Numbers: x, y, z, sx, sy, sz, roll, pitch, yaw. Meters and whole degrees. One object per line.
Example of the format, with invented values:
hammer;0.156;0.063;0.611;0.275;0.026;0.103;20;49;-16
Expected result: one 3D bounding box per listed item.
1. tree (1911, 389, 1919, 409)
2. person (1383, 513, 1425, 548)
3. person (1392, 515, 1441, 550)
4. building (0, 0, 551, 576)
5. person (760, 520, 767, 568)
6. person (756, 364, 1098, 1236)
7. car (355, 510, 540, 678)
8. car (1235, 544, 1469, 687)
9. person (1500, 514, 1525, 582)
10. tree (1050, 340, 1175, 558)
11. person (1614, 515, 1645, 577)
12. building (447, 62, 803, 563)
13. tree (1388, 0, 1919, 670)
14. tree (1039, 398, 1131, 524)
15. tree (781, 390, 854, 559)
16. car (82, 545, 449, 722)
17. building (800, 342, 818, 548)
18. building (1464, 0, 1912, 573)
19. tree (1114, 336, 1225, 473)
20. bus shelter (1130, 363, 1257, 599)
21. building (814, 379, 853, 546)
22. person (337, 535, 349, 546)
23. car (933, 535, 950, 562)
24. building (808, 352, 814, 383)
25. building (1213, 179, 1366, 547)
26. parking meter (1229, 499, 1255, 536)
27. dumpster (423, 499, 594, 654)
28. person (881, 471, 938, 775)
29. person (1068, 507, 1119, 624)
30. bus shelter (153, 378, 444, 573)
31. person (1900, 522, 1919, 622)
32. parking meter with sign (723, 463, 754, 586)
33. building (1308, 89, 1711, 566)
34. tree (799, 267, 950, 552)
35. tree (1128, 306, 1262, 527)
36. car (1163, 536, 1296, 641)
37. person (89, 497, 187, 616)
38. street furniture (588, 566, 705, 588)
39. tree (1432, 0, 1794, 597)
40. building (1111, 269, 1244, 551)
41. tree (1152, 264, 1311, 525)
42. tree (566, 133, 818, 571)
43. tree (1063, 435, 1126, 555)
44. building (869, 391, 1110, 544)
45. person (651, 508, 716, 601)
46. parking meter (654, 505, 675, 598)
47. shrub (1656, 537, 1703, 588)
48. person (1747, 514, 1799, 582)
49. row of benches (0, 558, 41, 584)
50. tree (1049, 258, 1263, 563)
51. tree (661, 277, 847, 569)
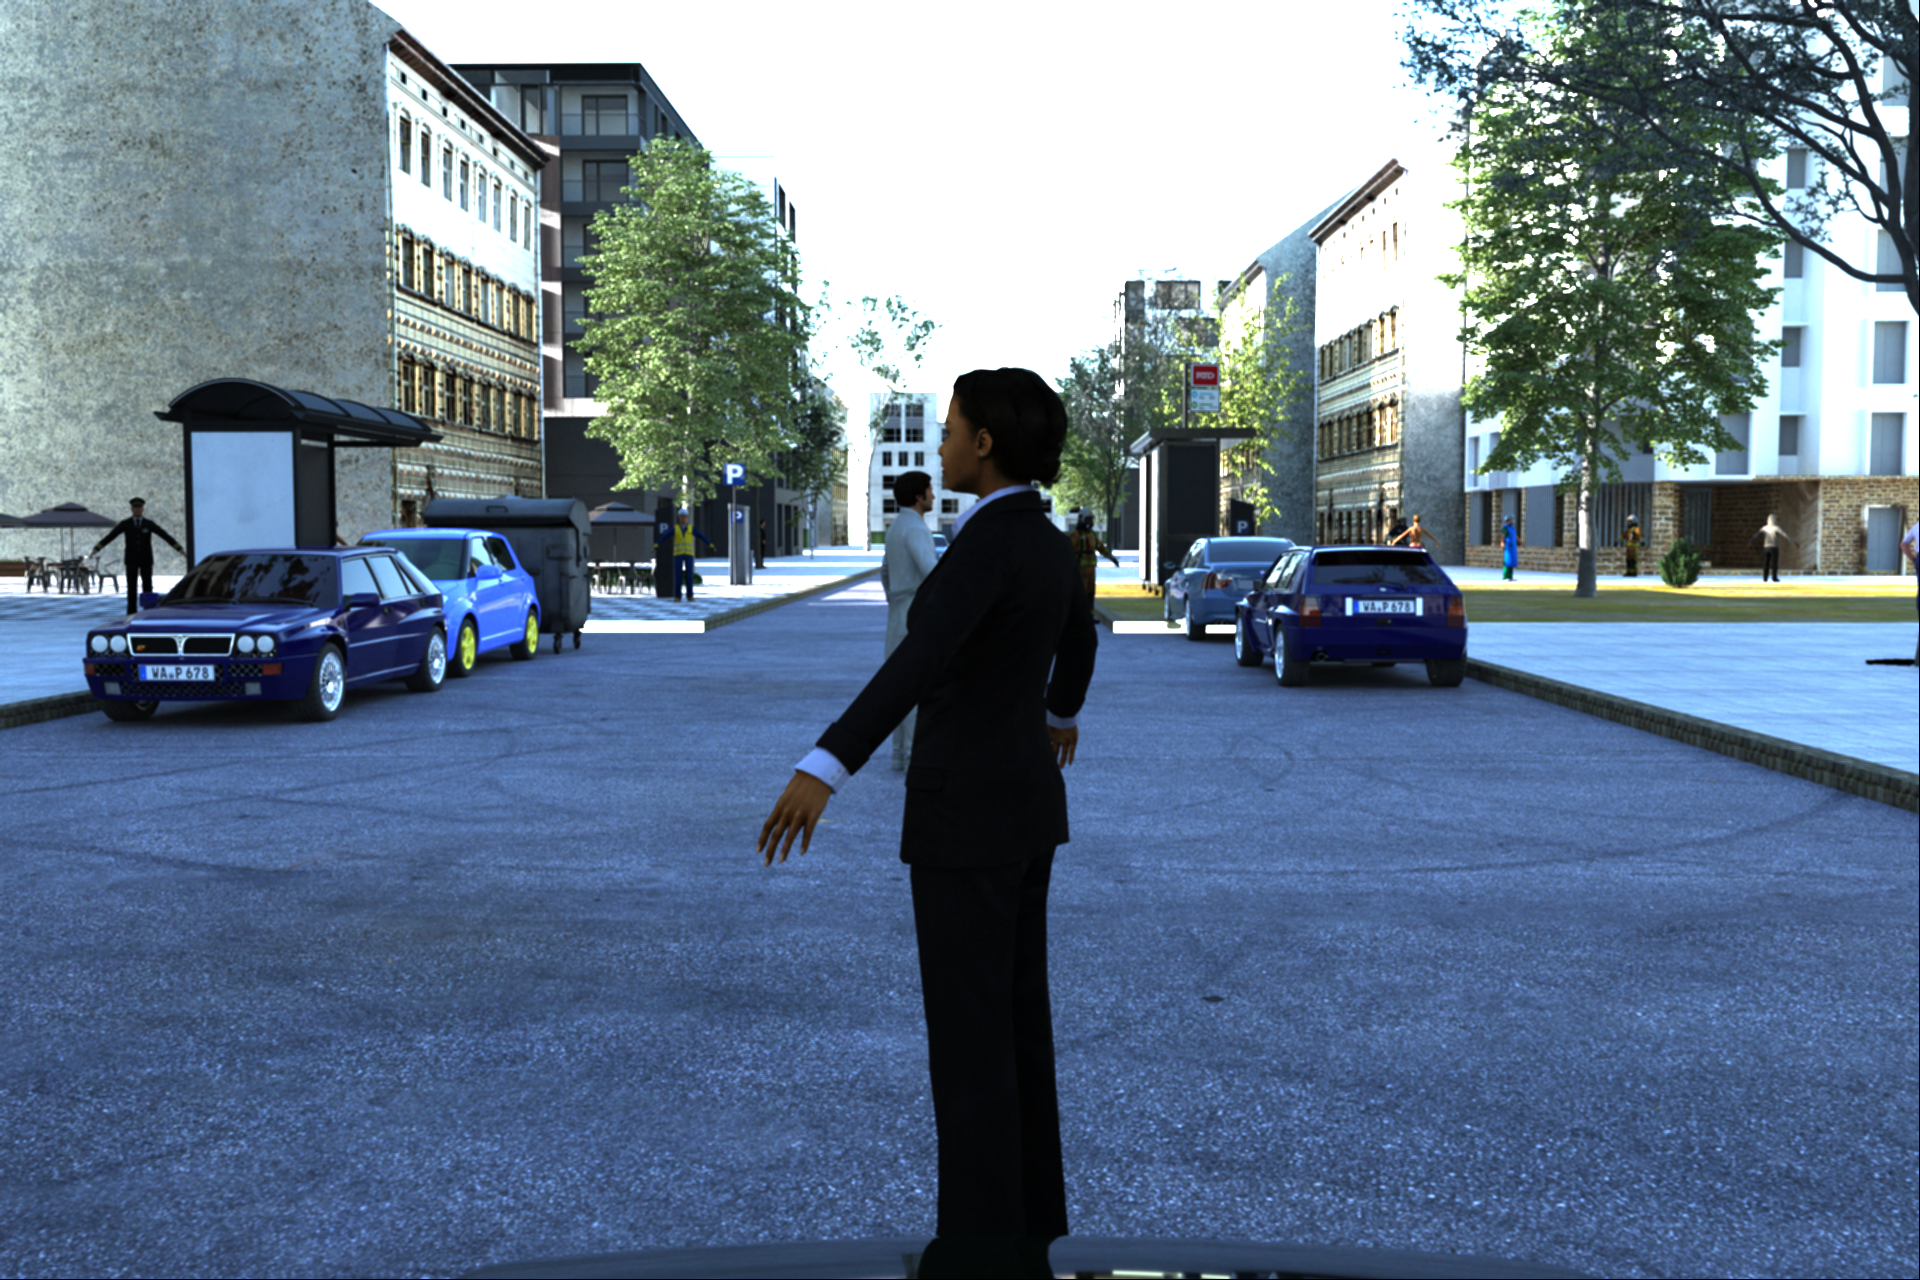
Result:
tree;28.288;-6.686;43.731;7.601;10.594;8.767;-1;4;-19
person;12.329;-2.599;48.279;1.354;1.856;0.705;-1;4;-21
person;10.953;-2.131;41.646;1.217;1.733;0.721;0;4;2
building;-26.195;-14.053;60.690;19.493;23.208;18.063;0;4;0
person;-7.376;-3.577;64.669;0.705;1.806;1.347;0;4;-6
person;-0.012;0.362;3.254;0.721;1.740;1.216;2;4;25
car;-5.714;-0.540;18.419;1.945;1.707;3.694;0;4;1
car;3.868;-0.308;17.617;1.945;1.354;3.894;0;4;0
person;14.751;-2.463;46.399;0.704;1.817;1.347;3;5;41
tree;8.049;-10.122;91.257;9.928;11.665;9.643;0;3;0
person;20.169;-2.830;52.044;0.705;1.858;1.354;-1;4;-16
building;-24.035;-15.163;91.887;27.936;21.610;32.646;0;4;1
tree;9.504;-6.494;16.541;12.009;13.543;11.850;0;3;0
tree;8.709;-12.862;128.423;7.486;12.596;7.792;0;3;0
tree;-7.567;-8.488;89.137;4.737;8.622;4.395;0;3;0
car;-5.633;-0.116;14.473;1.945;1.354;3.894;0;4;1
building;-22.372;-17.314;149.546;16.747;18.905;31.486;0;4;1
building;24.932;-12.838;66.327;16.016;20.090;11.380;0;4;1
tree;7.434;-6.982;64.522;4.360;8.622;3.978;0;3;0
bus shelter;4.951;-3.713;38.339;2.179;5.291;8.768;0;4;2
building;-22.490;-22.104;192.329;19.493;23.208;18.063;0;4;2
person;-10.628;-1.374;28.602;1.345;1.843;0.704;1;4;12
car;-1.225;-3.520;69.554;2.014;1.417;4.499;0;4;1
building;-20.452;-19.131;169.205;16.016;20.090;11.380;0;4;1
building;26.030;-16.679;103.635;19.493;23.208;18.063;0;4;1
parking meter;4.652;-1.398;28.570;0.399;1.863;0.255;0;4;2
dumpster;-5.502;-0.790;21.125;1.865;1.857;1.264;0;4;2
person;-0.248;-0.107;10.399;0.705;1.806;1.347;-1;4;-20
person;2.008;-1.181;27.528;1.354;1.858;0.705;-3;5;-43
bus shelter;-9.391;-1.917;25.273;2.014;3.302;5.546;0;4;1
person;12.816;-0.968;22.807;0.436;1.711;0.756;-1;4;-16
parking meter with sign;-5.522;-2.891;43.521;0.543;3.016;1.738;0;4;1
building;27.117;-15.121;78.160;19.493;23.208;18.063;0;4;1
tree;-7.384;-16.371;123.555;12.611;20.169;13.585;0;3;0
tree;7.146;-6.489;56.457;4.360;8.622;3.978;0;3;0
car;3.944;-0.769;24.580;2.014;1.417;4.499;0;4;1
person;-12.536;-1.254;26.441;1.347;1.837;0.705;-2;4;-25
street furniture;-11.027;-1.809;45.207;5.734;0.657;10.072;-2;4;-32
tree;13.143;-7.160;35.197;7.486;12.596;7.792;0;3;0
building;26.835;-18.711;149.903;27.936;21.610;32.646;0;4;1
tree;7.545;-5.877;46.456;4.737;8.622;4.395;0;3;0
tree;-7.689;-8.068;50.032;7.486;12.596;7.792;0;3;0
tree;8.694;-9.655;108.214;4.737;8.622;4.395;0;3;0
building;4.611;-21.558;221.388;31.486;18.905;16.747;0;4;0
person;-5.256;-1.621;32.965;1.216;1.772;0.721;-1;4;-11
parking meter;-5.952;-1.784;34.885;0.399;1.863;0.255;0;4;1
shrub;17.048;-1.829;41.026;1.383;1.207;1.383;0;3;0
person;21.774;-2.466;46.450;1.348;1.813;0.705;3;5;44
row of benches;-25.655;-1.763;44.284;4.104;0.672;1.422;-1;4;-11
tree;8.429;-10.205;77.217;12.009;13.543;11.850;0;3;0
tree;-7.668;-7.865;63.007;7.601;10.594;8.767;-3;5;-41
